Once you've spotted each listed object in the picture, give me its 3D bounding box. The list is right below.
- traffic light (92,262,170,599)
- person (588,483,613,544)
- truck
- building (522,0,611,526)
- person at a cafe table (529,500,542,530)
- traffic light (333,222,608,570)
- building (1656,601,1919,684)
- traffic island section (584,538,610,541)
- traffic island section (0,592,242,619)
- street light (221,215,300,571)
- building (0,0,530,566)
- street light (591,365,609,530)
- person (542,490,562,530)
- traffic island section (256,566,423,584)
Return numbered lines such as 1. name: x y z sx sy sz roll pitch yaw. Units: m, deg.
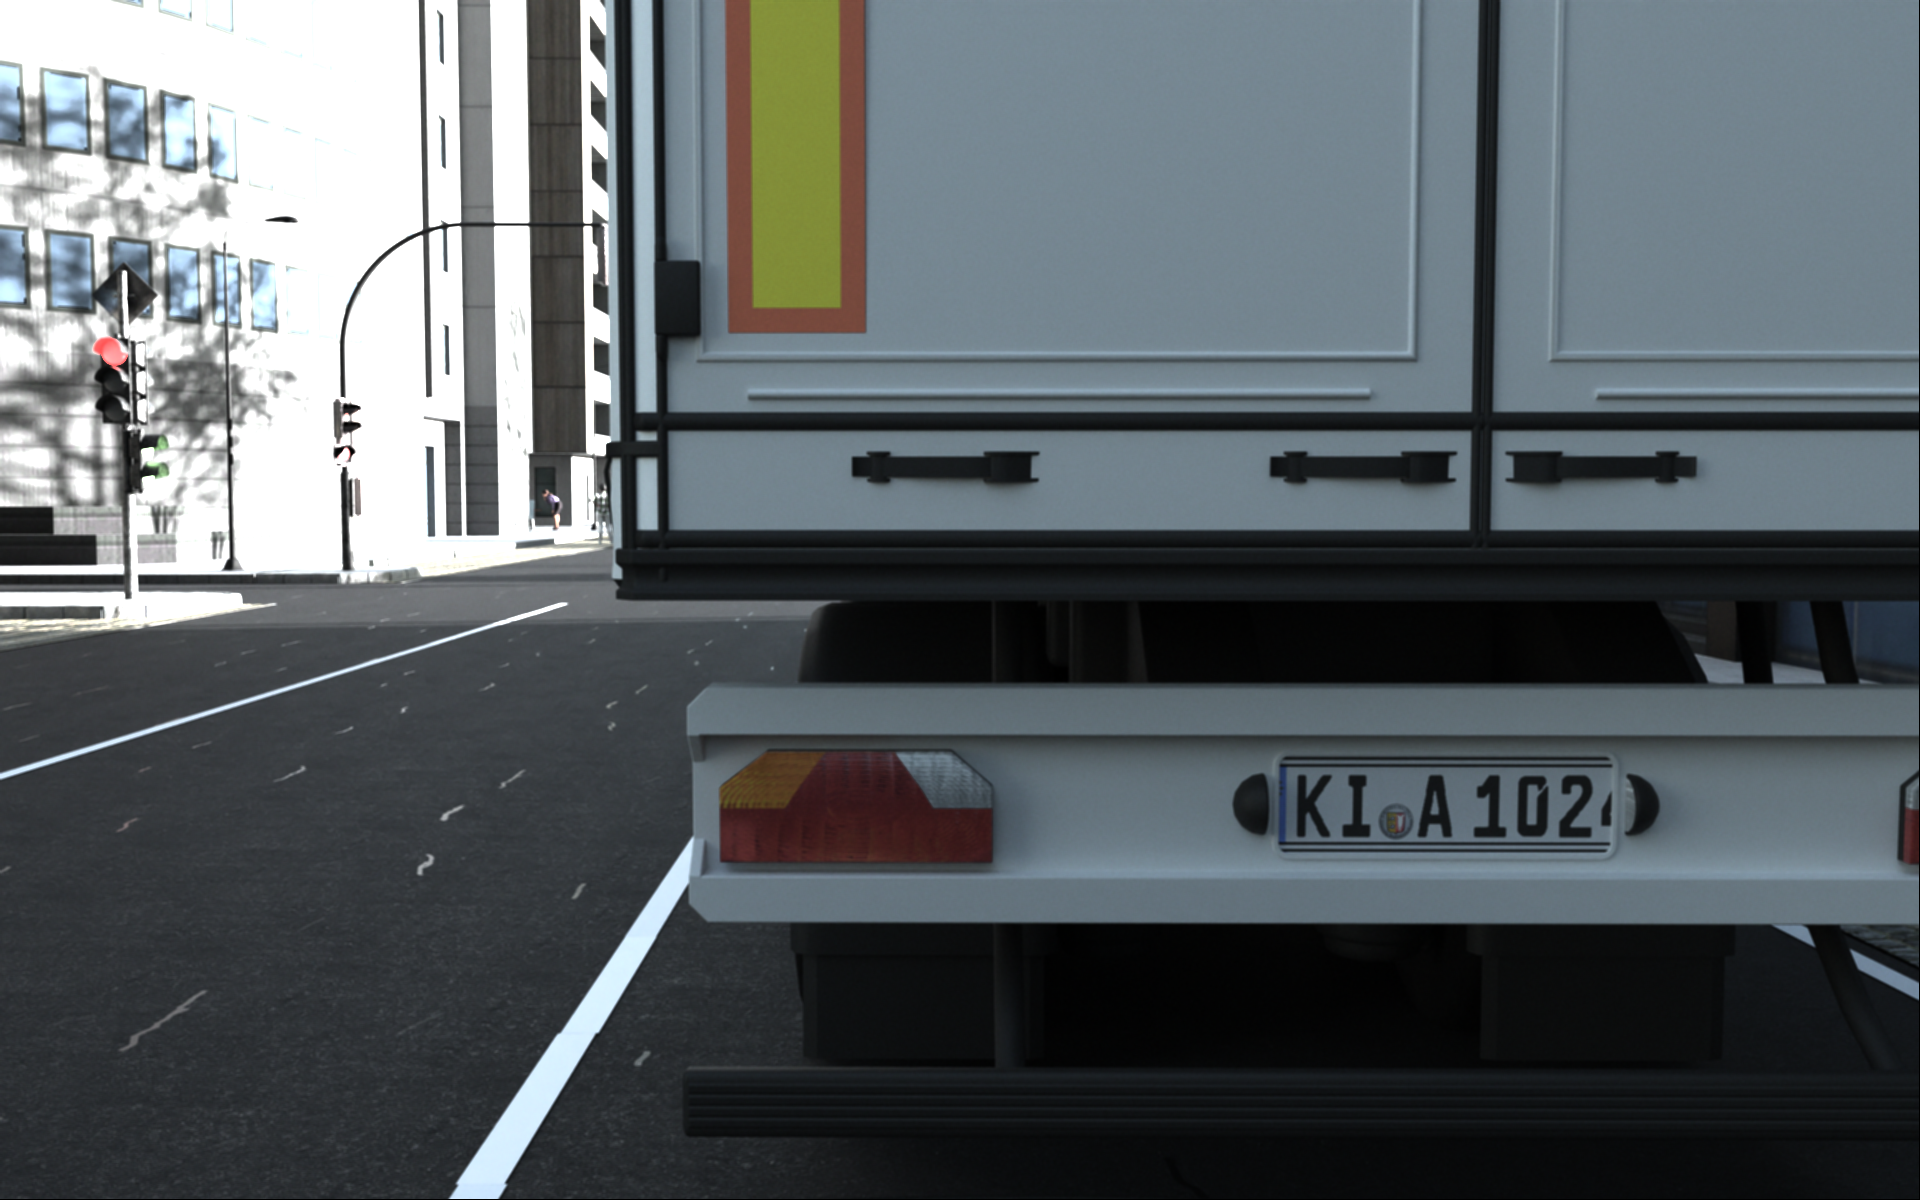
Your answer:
1. traffic light: -10.107 -1.965 21.041 0.839 4.253 0.868 0 4 -1
2. person: -10.141 -2.450 49.287 0.841 1.734 0.376 -1 4 -13
3. truck: 0.760 -1.163 7.929 2.839 4.237 11.283 0 4 0
4. building: -20.859 -23.684 70.825 14.154 41.232 14.086 0 4 -1
5. person at a cafe table: -15.805 -3.129 62.027 1.698 1.238 1.726 -3 5 -39
6. traffic light: -8.184 -3.329 29.102 4.771 5.953 1.251 0 4 -1
7. building: 12.582 -22.224 13.469 14.600 45.320 14.200 0 4 -1
8. traffic island section: -10.501 -1.893 53.810 1.991 0.108 1.994 0 4 -1
9. traffic island section: -10.147 0.068 21.174 2.009 0.180 2.903 0 4 -1
10. street light: -11.714 -3.455 29.027 1.470 5.913 1.316 0 4 -1
11. building: -24.383 -30.527 41.123 21.231 58.520 28.212 0 4 -1
12. street light: -12.416 -5.430 61.325 1.470 5.913 1.316 0 4 -1
13. person: -14.428 -3.183 61.311 0.697 1.427 0.421 -2 4 -27
14. traffic island section: -10.314 -0.421 29.158 2.009 0.180 2.903 0 4 -1
